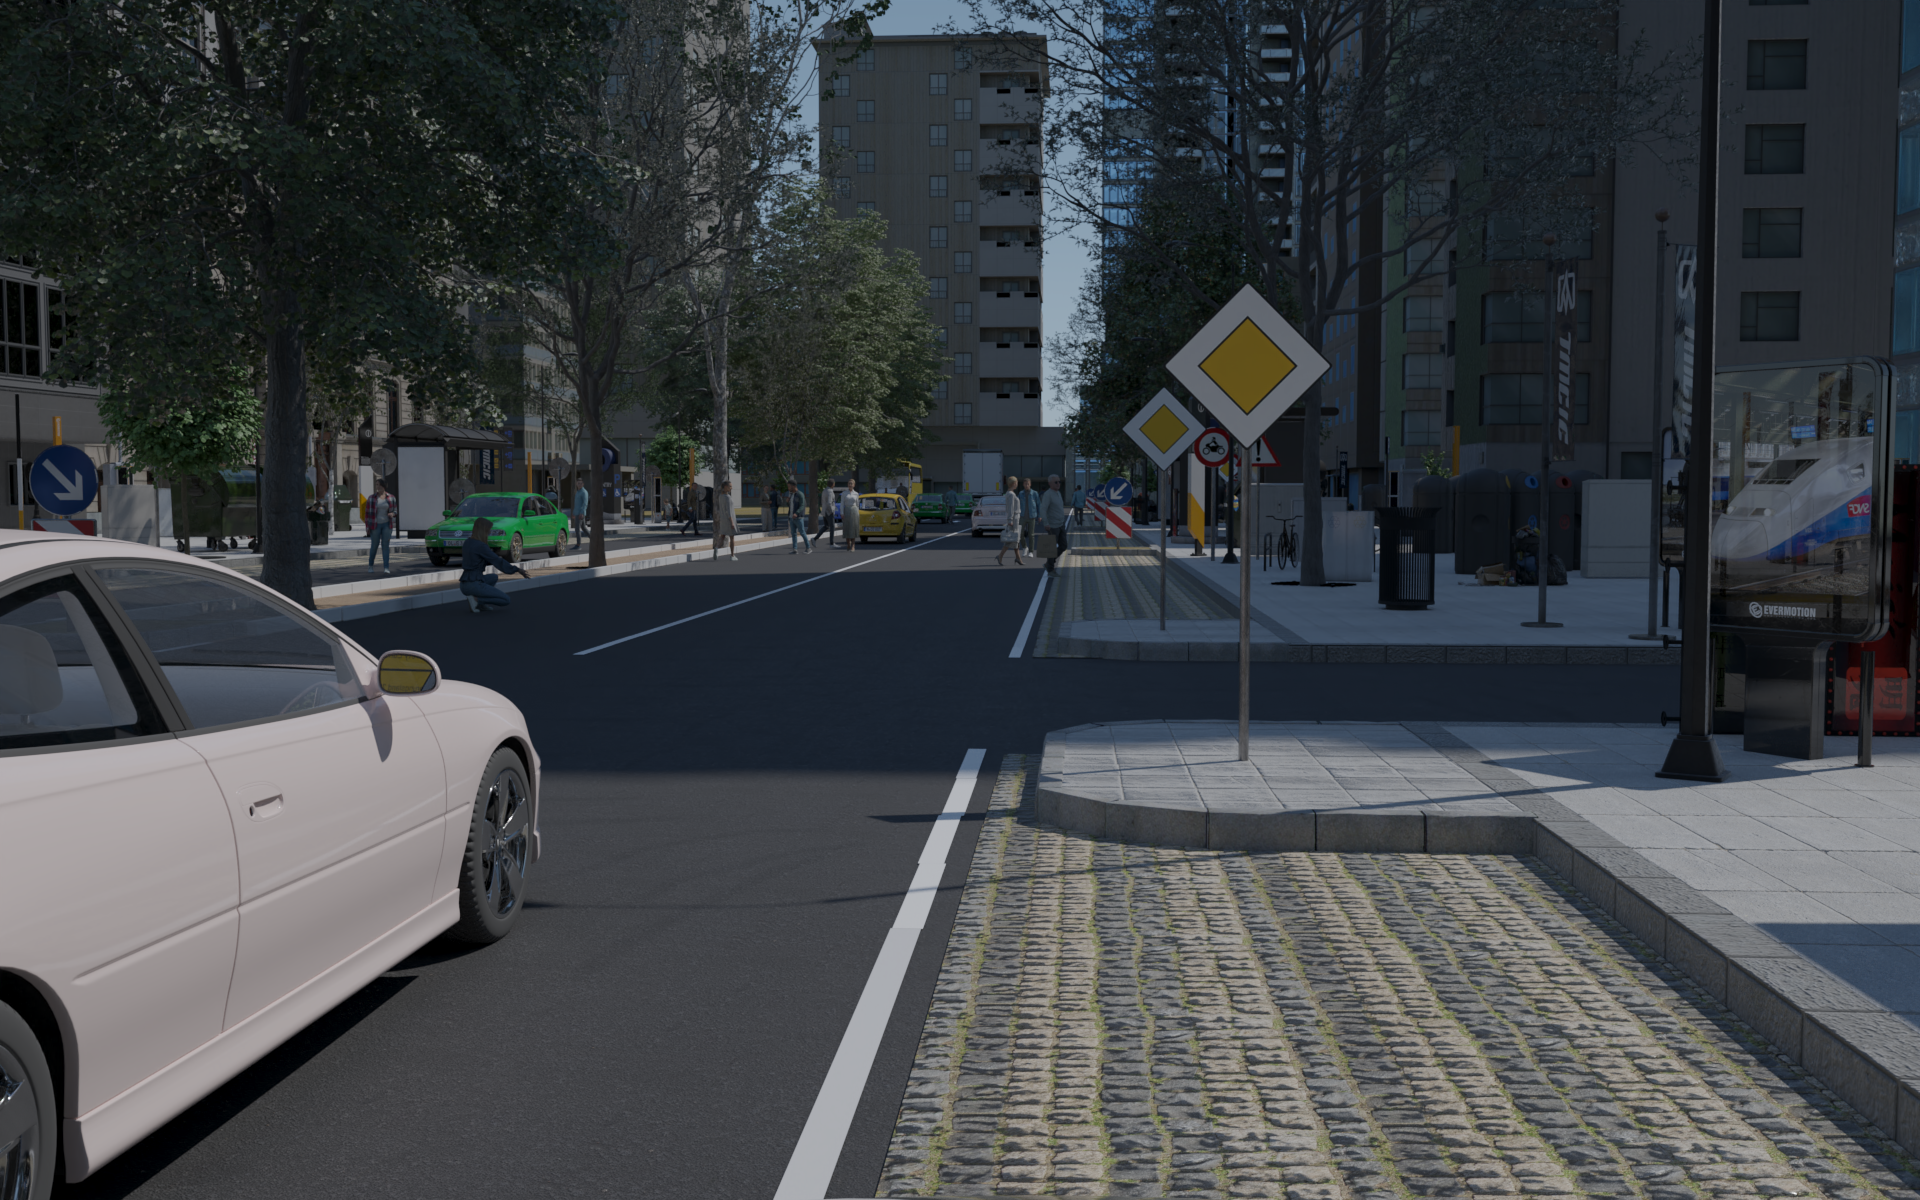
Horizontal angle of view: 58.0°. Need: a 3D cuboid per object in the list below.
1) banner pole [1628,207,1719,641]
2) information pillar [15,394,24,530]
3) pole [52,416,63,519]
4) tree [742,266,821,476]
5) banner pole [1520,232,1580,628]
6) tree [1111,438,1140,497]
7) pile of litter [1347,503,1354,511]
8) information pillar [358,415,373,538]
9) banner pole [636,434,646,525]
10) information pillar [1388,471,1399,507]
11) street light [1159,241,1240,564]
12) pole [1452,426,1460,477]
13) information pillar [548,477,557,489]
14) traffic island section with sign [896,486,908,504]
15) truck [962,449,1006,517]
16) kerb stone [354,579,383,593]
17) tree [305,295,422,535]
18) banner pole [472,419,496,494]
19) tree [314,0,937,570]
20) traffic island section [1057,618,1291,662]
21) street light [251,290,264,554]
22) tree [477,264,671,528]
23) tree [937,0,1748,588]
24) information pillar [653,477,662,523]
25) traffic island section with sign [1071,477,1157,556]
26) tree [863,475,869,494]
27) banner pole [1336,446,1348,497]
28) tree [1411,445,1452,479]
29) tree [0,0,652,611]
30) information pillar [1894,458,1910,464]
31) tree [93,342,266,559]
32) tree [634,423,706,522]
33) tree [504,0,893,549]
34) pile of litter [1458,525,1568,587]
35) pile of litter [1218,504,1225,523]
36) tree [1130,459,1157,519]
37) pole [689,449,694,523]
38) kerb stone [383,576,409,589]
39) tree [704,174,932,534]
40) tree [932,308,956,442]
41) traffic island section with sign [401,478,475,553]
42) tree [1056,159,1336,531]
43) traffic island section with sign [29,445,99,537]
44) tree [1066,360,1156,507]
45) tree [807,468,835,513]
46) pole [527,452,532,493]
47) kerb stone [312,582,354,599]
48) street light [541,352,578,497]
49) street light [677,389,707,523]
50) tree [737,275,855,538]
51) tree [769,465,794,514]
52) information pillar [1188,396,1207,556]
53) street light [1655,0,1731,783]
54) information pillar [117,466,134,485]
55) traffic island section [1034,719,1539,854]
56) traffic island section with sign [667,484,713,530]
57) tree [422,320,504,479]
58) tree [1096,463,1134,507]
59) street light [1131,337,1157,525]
[{"bbox_3d":[6.346,-1.547,15.317,0.863,3.779,0.401,-1,4,-23],"label":"banner pole"},{"bbox_3d":[-22.083,-3.017,40.678,0.183,3.616,0.504,-2,4,-27],"label":"information pillar"},{"bbox_3d":[-23.726,-3.165,45.585,0.158,3.312,0.155,0,3,0],"label":"pole"},{"bbox_3d":[-12.371,-11.315,91.655,9.857,13.997,8.962,0,3,0],"label":"tree"},{"bbox_3d":[5.665,-1.617,16.455,0.401,3.779,0.863,0,4,-5],"label":"banner pole"},{"bbox_3d":[11.075,-9.843,111.292,4.360,8.622,3.978,0,3,0],"label":"tree"},{"bbox_3d":[18.986,-4.376,85.512,1.719,0.858,1.176,-3,5,-42],"label":"pile of litter"},{"bbox_3d":[-17.499,-3.651,51.051,0.183,3.616,0.504,2,4,27],"label":"information pillar"},{"bbox_3d":[-13.209,-5.019,72.076,0.401,3.779,0.863,-2,4,-30],"label":"banner pole"},{"bbox_3d":[13.754,-3.089,54.999,0.304,2.012,0.304,0,4,5],"label":"information pillar"},{"bbox_3d":[4.457,-3.629,31.882,1.470,5.913,1.316,0,4,4],"label":"street light"},{"bbox_3d":[14.842,-3.550,51.879,0.158,3.312,0.155,0,3,0],"label":"pole"},{"bbox_3d":[-17.411,-4.254,74.041,0.304,2.012,0.304,1,4,13],"label":"information pillar"},{"bbox_3d":[-3.142,-5.107,91.639,2.006,1.907,1.989,0,4,4],"label":"traffic island section with sign"},{"bbox_3d":[1.591,-7.631,113.686,2.839,4.237,11.283,0,4,2],"label":"truck"},{"bbox_3d":[-8.729,-0.191,25.311,0.120,0.150,1.000,0,4,4],"label":"kerb stone"},{"bbox_3d":[-19.585,-6.334,53.915,4.360,8.622,3.978,0,3,0],"label":"tree"},{"bbox_3d":[-15.398,-4.021,55.768,0.863,3.779,0.401,-1,4,-18],"label":"banner pole"},{"bbox_3d":[-6.892,-7.318,32.476,12.009,13.543,11.850,0,3,0],"label":"tree"},{"bbox_3d":[1.930,0.364,16.322,2.009,0.180,2.903,0,4,4],"label":"traffic island section"},{"bbox_3d":[-14.545,-3.948,37.092,1.470,5.913,1.316,0,4,4],"label":"street light"},{"bbox_3d":[-14.543,-7.930,64.061,8.767,10.594,7.601,1,4,18],"label":"tree"},{"bbox_3d":[4.805,-6.936,23.776,12.009,13.543,11.850,0,3,0],"label":"tree"},{"bbox_3d":[-13.334,-4.395,76.343,0.304,2.012,0.304,-1,4,-20],"label":"information pillar"},{"bbox_3d":[3.615,-1.972,40.863,1.989,1.847,2.006,0,4,4],"label":"traffic island section with sign"},{"bbox_3d":[-7.717,-9.656,152.474,1.663,3.219,1.824,0,3,0],"label":"tree"},{"bbox_3d":[19.651,-6.080,89.429,0.863,3.779,0.401,-1,4,-19],"label":"banner pole"},{"bbox_3d":[18.590,-4.533,68.718,1.663,3.219,1.824,0,3,0],"label":"tree"},{"bbox_3d":[-8.008,-6.795,20.208,9.857,13.997,8.962,0,3,0],"label":"tree"},{"bbox_3d":[19.248,-1.901,35.573,0.304,2.012,0.304,-2,4,-30],"label":"information pillar"},{"bbox_3d":[-15.390,-3.098,34.372,4.285,4.588,4.351,0,3,0],"label":"tree"},{"bbox_3d":[-13.312,-5.909,80.321,4.285,4.588,4.351,0,3,0],"label":"tree"},{"bbox_3d":[-7.374,-11.438,45.359,12.611,20.169,13.585,0,3,0],"label":"tree"},{"bbox_3d":[7.835,-0.644,24.487,1.719,0.858,1.176,0,4,-3],"label":"pile of litter"},{"bbox_3d":[11.538,-3.819,76.404,1.719,0.858,1.176,1,4,16],"label":"pile of litter"},{"bbox_3d":[9.598,-5.670,87.306,1.663,3.219,1.824,0,3,0],"label":"tree"},{"bbox_3d":[-12.002,-5.122,77.587,0.158,3.312,0.155,0,3,0],"label":"pole"},{"bbox_3d":[-8.665,-0.248,26.333,0.120,0.150,1.000,0,4,4],"label":"kerb stone"},{"bbox_3d":[-5.300,-8.628,61.646,7.486,12.596,7.792,0,3,0],"label":"tree"},{"bbox_3d":[-4.390,-9.220,71.332,7.486,12.596,7.792,0,3,0],"label":"tree"},{"bbox_3d":[-12.377,-2.071,42.496,1.989,1.847,2.006,0,4,4],"label":"traffic island section with sign"},{"bbox_3d":[8.106,-8.714,59.488,9.611,12.733,9.660,0,3,0],"label":"tree"},{"bbox_3d":[-8.248,-0.522,16.674,2.006,1.907,1.989,0,4,4],"label":"traffic island section with sign"},{"bbox_3d":[9.912,-10.029,98.394,7.601,10.594,8.767,2,4,23],"label":"tree"},{"bbox_3d":[-9.969,-7.613,119.068,1.663,3.219,1.824,0,3,0],"label":"tree"},{"bbox_3d":[-20.832,-5.506,83.874,0.158,3.312,0.155,0,3,0],"label":"pole"},{"bbox_3d":[-8.798,-0.128,24.288,0.120,0.150,1.000,0,4,4],"label":"kerb stone"},{"bbox_3d":[-13.180,-5.162,56.940,1.470,5.913,1.316,0,4,4],"label":"street light"},{"bbox_3d":[-11.837,-6.352,76.403,1.470,5.913,1.316,0,4,4],"label":"street light"},{"bbox_3d":[-5.432,-6.287,55.616,4.360,8.622,3.978,0,3,0],"label":"tree"},{"bbox_3d":[-11.319,-7.052,109.906,1.663,3.219,1.824,0,3,0],"label":"tree"},{"bbox_3d":[4.874,-2.709,35.640,0.183,3.616,0.504,3,5,43],"label":"information pillar"},{"bbox_3d":[2.794,-2.153,7.739,1.470,5.913,1.316,0,4,4],"label":"street light"},{"bbox_3d":[-21.809,-2.495,45.289,0.304,2.012,0.304,0,4,-2],"label":"information pillar"},{"bbox_3d":[1.386,0.852,8.355,2.009,0.180,2.903,0,4,4],"label":"traffic island section"},{"bbox_3d":[-10.548,-3.716,69.389,1.989,1.847,2.006,0,4,4],"label":"traffic island section with sign"},{"bbox_3d":[-21.060,-7.477,72.615,4.360,8.622,3.978,0,3,0],"label":"tree"},{"bbox_3d":[13.763,-10.339,152.764,4.285,4.588,4.351,0,3,0],"label":"tree"},{"bbox_3d":[5.766,-4.823,51.393,1.470,5.913,1.316,0,4,4],"label":"street light"}]
